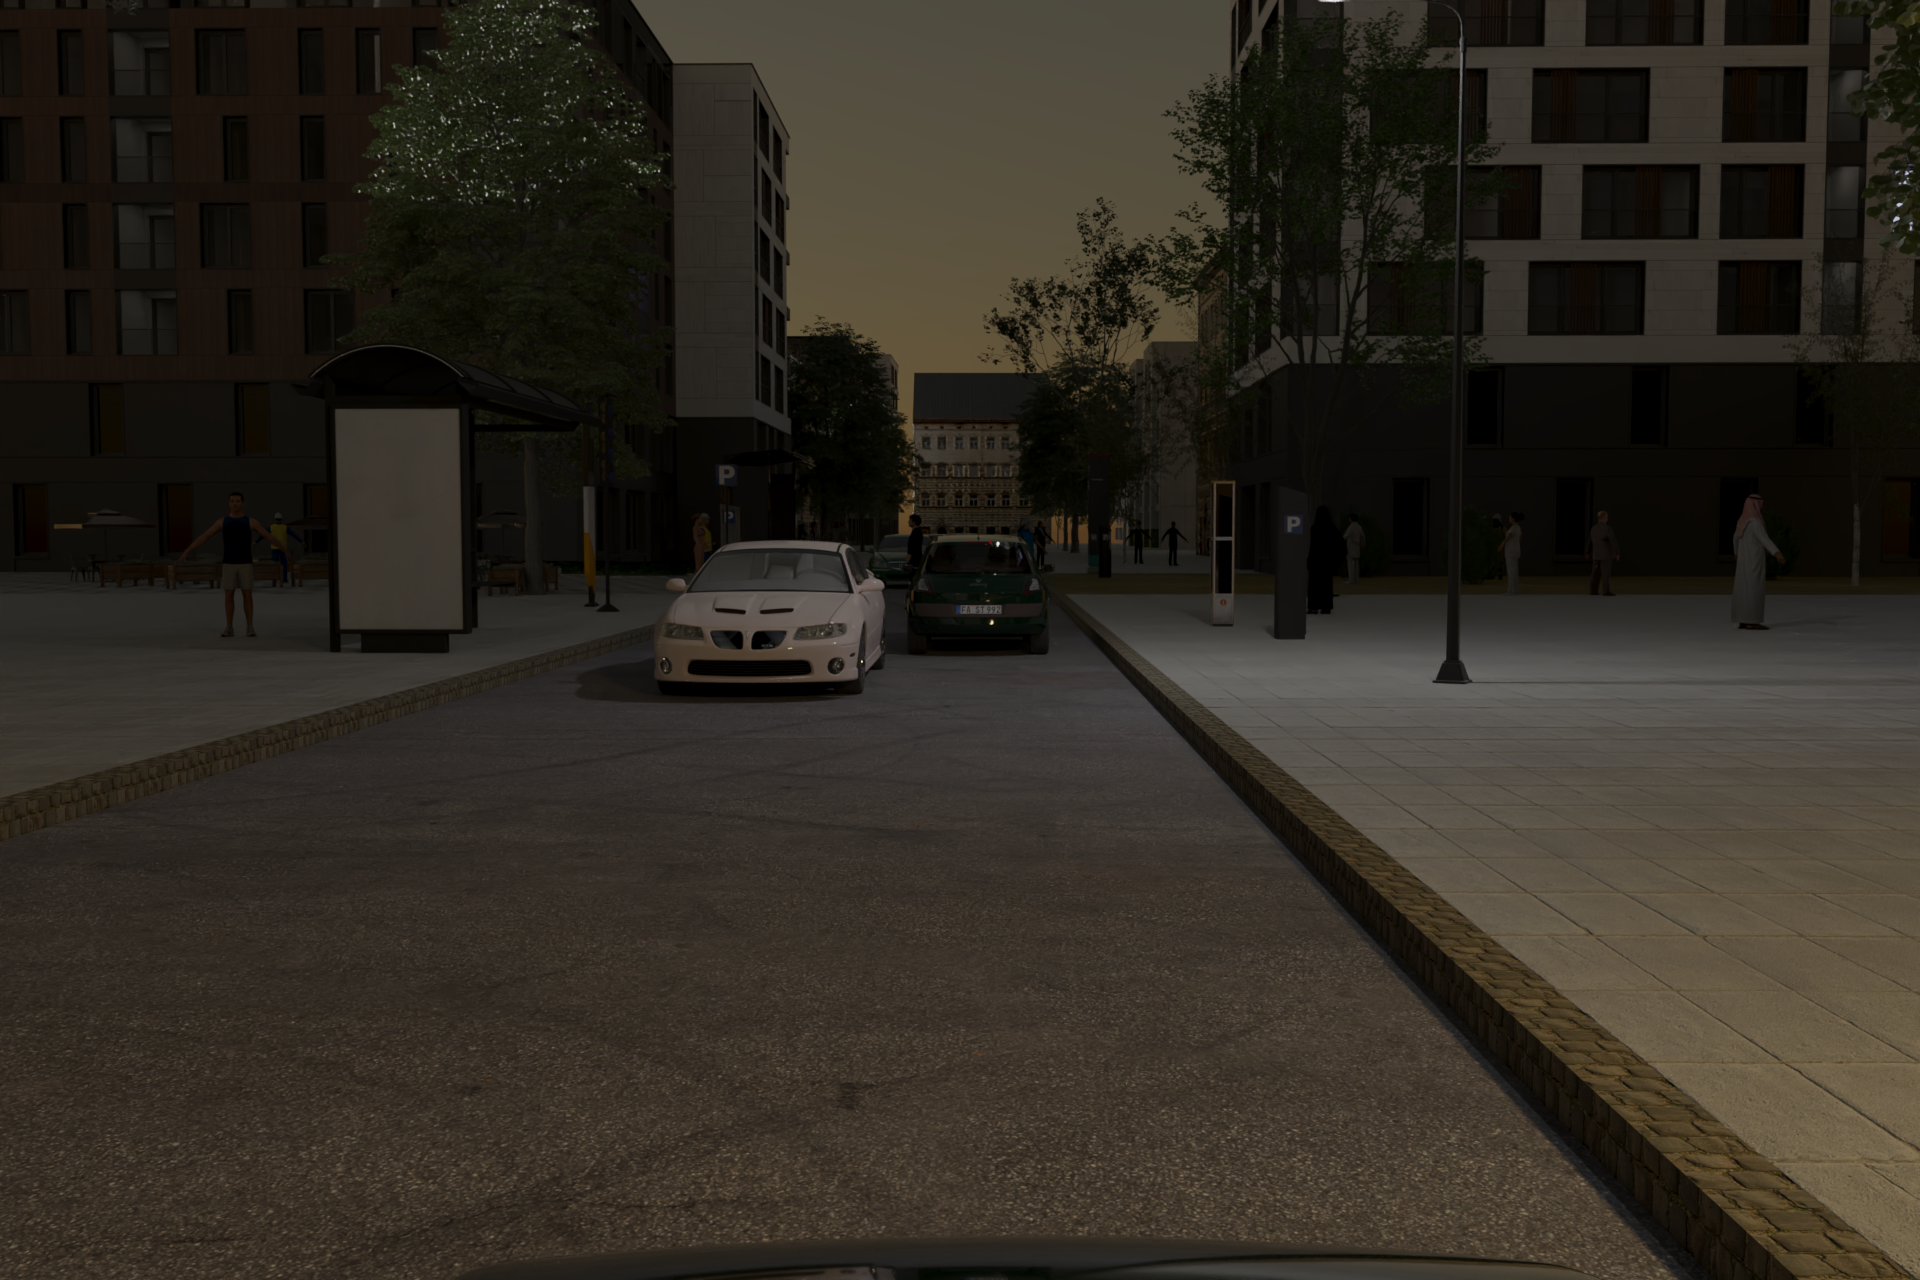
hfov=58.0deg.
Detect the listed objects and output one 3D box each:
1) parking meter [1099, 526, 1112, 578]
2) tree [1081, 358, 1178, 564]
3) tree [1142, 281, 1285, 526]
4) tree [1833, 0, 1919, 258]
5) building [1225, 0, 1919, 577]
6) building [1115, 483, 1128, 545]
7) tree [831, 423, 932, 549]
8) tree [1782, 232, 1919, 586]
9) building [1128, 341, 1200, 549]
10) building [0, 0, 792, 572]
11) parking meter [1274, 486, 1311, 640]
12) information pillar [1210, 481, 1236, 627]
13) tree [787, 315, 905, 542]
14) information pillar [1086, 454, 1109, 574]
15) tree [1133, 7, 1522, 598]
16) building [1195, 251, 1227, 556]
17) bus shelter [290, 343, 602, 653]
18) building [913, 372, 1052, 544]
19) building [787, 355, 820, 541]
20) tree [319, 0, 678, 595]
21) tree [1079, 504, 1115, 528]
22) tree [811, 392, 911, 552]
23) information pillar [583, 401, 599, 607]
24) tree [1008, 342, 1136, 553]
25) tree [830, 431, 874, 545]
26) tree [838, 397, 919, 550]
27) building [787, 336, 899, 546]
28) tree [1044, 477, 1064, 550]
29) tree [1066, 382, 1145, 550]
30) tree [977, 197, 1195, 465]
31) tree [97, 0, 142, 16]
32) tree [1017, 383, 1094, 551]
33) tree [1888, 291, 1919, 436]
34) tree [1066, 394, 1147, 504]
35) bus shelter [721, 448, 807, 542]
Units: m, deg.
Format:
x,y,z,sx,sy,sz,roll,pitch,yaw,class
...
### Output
x,y,z,sx,sy,sz,roll,pitch,yaw,class
4.271,-2.601,50.945,0.372,1.533,0.369,0,3,0,parking meter
6.779,-7.538,73.608,4.360,8.622,3.978,0,3,0,tree
7.768,-6.073,49.662,4.360,8.622,3.978,0,3,0,tree
6.033,-5.466,7.494,7.486,12.596,7.792,0,3,0,tree
24.114,-13.686,67.741,27.936,21.610,32.646,0,4,1,building
24.258,-16.370,209.794,9.099,9.664,28.070,0,4,1,building
-6.464,-12.278,135.152,8.767,10.594,7.601,0,4,-3,tree
22.010,-5.650,42.734,4.360,8.622,3.978,0,3,0,tree
26.057,-18.409,167.437,16.747,18.905,31.486,0,4,1,building
-22.984,-14.046,73.628,27.936,21.610,32.646,0,4,1,building
4.051,-0.942,21.117,0.399,1.863,0.255,0,4,1,parking meter
3.648,-1.198,24.074,0.304,2.012,0.304,0,4,1,information pillar
-7.926,-11.988,102.665,9.857,13.997,8.962,0,3,0,tree
4.516,-4.107,56.533,0.750,3.857,0.750,0,4,0,information pillar
7.237,-6.686,35.068,9.928,11.665,9.643,0,3,0,tree
23.472,-16.170,95.300,19.493,23.208,18.063,0,4,1,building
-5.996,-1.663,21.114,2.014,3.302,5.546,0,4,2,bus shelter
2.861,-24.522,234.314,18.063,23.208,19.493,0,4,0,building
-23.480,-20.304,162.892,19.493,23.208,18.063,0,4,1,building
-9.267,-7.198,35.814,7.486,12.596,7.792,0,3,0,tree
18.879,-19.234,232.597,7.486,12.596,7.792,0,3,0,tree
-7.157,-12.152,124.438,9.928,11.665,9.643,0,3,0,tree
-6.514,-2.390,30.438,0.183,3.616,0.504,0,4,2,information pillar
7.844,-12.839,116.575,9.857,13.997,8.962,0,3,0,tree
-7.544,-10.156,116.420,4.737,8.622,4.395,0,3,0,tree
-7.046,-13.801,143.777,7.486,12.596,7.792,0,3,0,tree
-21.854,-21.476,195.112,27.936,21.610,32.646,0,4,2,building
7.889,-11.810,143.455,4.360,8.622,3.978,0,3,0,tree
7.190,-8.130,83.290,4.737,8.622,4.395,0,3,0,tree
7.252,-14.948,100.295,12.611,20.169,13.585,0,3,0,tree
-8.946,-6.108,10.239,12.009,13.543,11.850,0,3,0,tree
7.956,-12.943,129.752,7.486,12.596,7.792,0,3,0,tree
27.620,-5.958,47.769,4.737,8.622,4.395,0,3,0,tree
7.052,-8.499,89.313,4.360,8.622,3.978,0,3,0,tree
-5.645,-3.627,50.577,1.731,3.624,6.357,0,4,1,bus shelter
